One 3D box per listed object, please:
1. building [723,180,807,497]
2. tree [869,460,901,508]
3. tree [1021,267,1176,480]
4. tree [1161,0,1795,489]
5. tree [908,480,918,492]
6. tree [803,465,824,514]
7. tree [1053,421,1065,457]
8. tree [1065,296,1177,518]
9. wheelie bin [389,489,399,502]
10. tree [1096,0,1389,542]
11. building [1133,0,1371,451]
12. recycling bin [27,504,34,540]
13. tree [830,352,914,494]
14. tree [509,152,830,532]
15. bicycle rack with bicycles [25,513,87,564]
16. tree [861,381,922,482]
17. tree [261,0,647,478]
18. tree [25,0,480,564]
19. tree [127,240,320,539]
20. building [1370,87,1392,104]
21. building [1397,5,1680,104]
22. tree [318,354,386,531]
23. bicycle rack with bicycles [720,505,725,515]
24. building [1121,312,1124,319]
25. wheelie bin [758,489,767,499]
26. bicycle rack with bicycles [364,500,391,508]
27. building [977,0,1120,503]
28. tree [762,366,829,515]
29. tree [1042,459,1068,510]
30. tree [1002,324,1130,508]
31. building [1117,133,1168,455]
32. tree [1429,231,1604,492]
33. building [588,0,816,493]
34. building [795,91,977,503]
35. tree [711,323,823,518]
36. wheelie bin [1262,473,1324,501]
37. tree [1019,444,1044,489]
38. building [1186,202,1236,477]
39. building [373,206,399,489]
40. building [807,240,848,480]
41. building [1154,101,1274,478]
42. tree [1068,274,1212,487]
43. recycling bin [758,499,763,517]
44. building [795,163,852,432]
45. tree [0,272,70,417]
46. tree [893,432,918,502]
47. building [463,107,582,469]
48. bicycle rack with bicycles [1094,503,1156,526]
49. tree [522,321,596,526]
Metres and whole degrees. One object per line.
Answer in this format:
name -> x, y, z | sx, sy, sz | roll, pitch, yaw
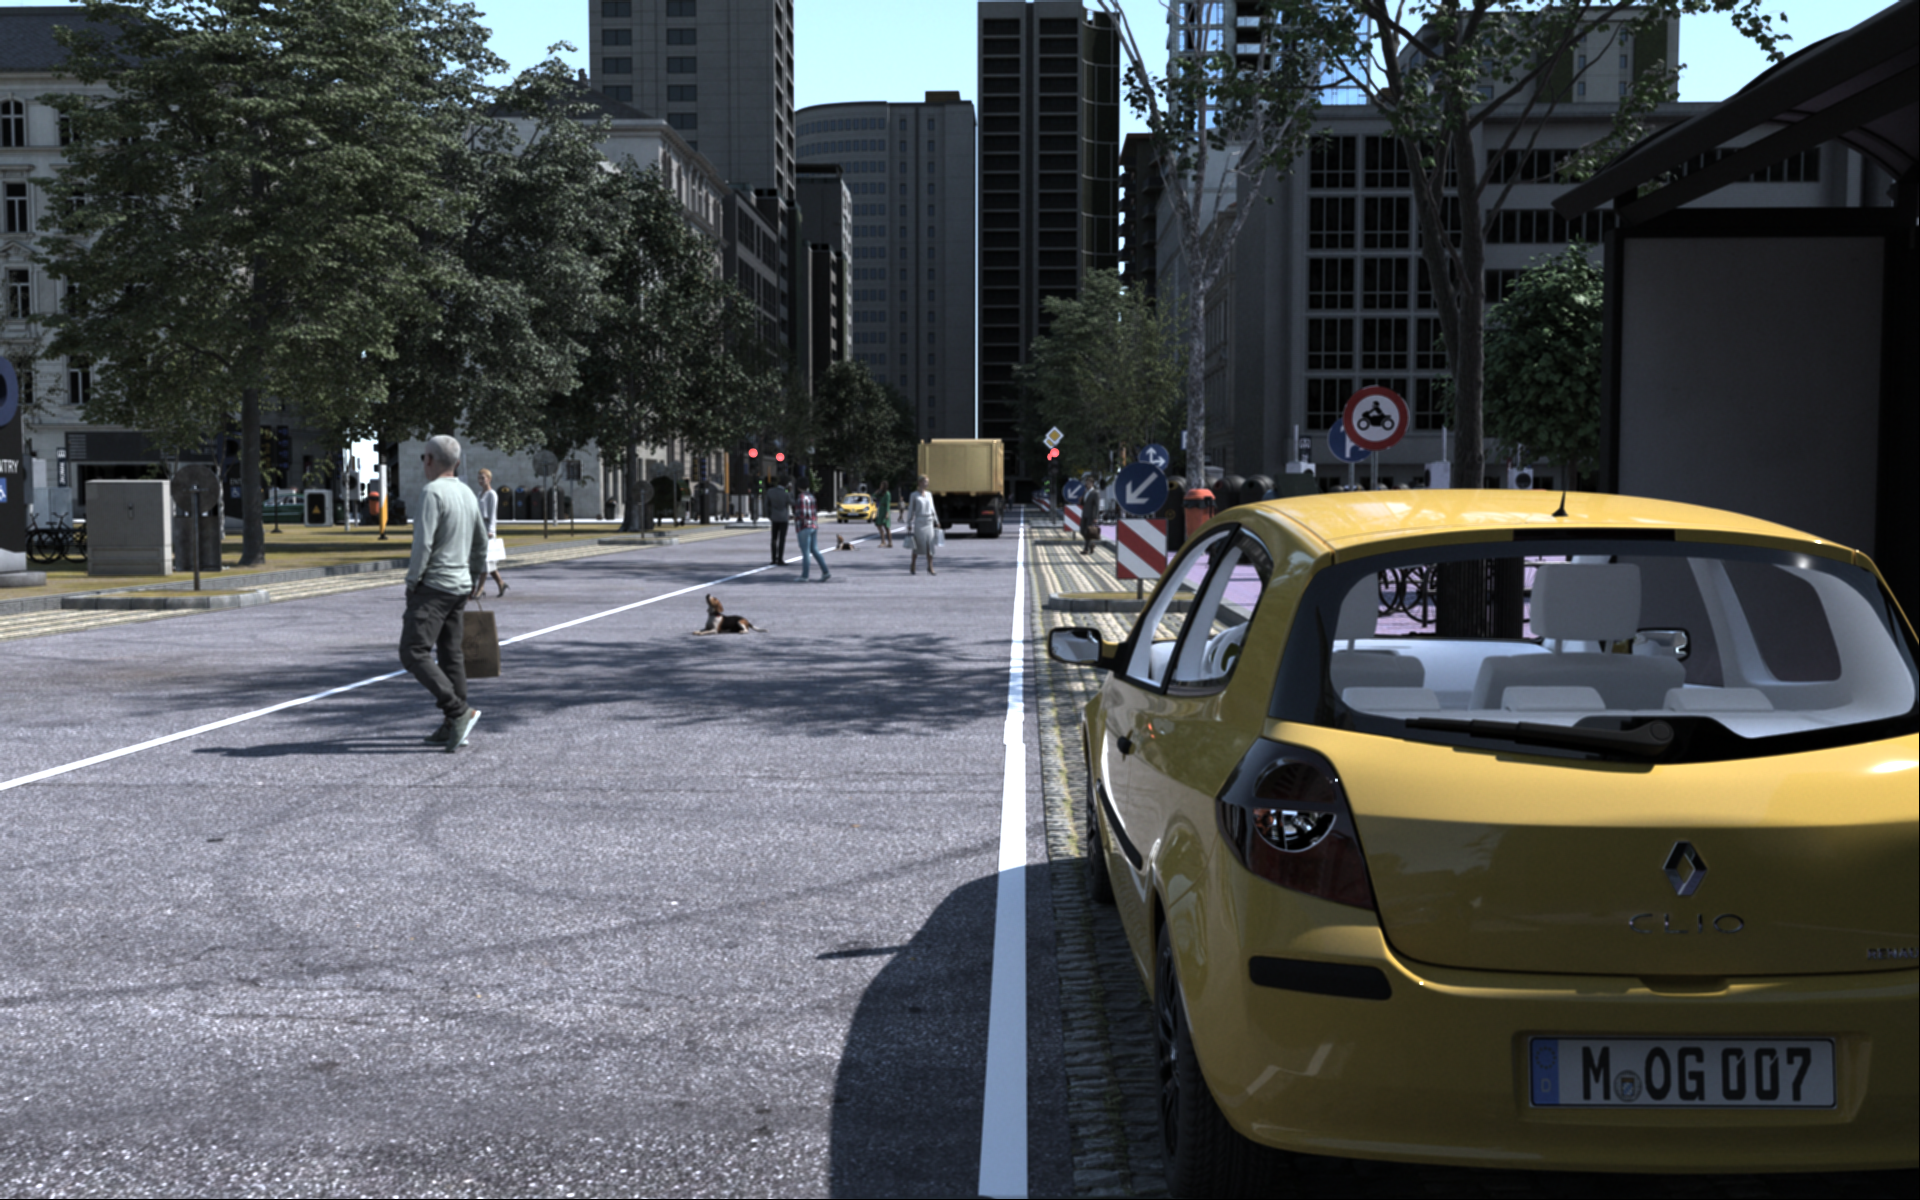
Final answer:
building -> -22.664, -23.943, 163.162 | 14.160, 30.474, 14.107 | 0, 4, 2
tree -> -7.163, -11.024, 163.957 | 4.285, 4.588, 4.351 | 0, 3, 0
tree -> 6.901, -10.301, 86.547 | 7.486, 12.596, 7.792 | 0, 3, 0
tree -> 4.260, -5.448, 14.828 | 9.928, 11.665, 9.643 | 0, 3, 0
tree -> -5.850, -14.389, 229.858 | 1.663, 3.219, 1.824 | 0, 3, 0
tree -> -9.820, -7.319, 114.271 | 1.663, 3.219, 1.824 | 0, 3, 0
tree -> 8.111, -9.728, 109.420 | 4.360, 8.622, 3.978 | 0, 3, 0
tree -> 6.170, -7.030, 65.301 | 4.360, 8.622, 3.978 | 0, 3, 0
wheelie bin -> -34.645, -6.034, 106.562 | 0.693, 1.594, 0.980 | 3, 5, 41
tree -> 6.227, -10.950, 34.929 | 12.611, 20.169, 13.585 | 0, 3, 0
building -> 29.633, -52.774, 175.526 | 22.319, 86.520, 31.000 | 0, 4, 2
recycling bin -> -26.348, -2.235, 49.097 | 0.722, 1.027, 0.722 | 1, 4, 19
tree -> -8.915, -13.664, 140.417 | 9.611, 12.733, 9.660 | 0, 3, 0
tree -> -11.114, -8.664, 58.668 | 9.611, 12.733, 9.660 | 0, 3, 0
bicycle rack with bicycles -> -16.799, -1.185, 32.761 | 2.925, 0.926, 2.852 | -1, 4, -10
tree -> -7.209, -15.685, 174.571 | 7.486, 12.596, 7.792 | 0, 3, 0
tree -> -12.507, -8.274, 41.941 | 9.857, 13.997, 8.962 | 0, 3, 0
tree -> -12.598, -6.941, 31.610 | 7.486, 12.596, 7.792 | 0, 3, 0
tree -> -20.837, -6.019, 48.768 | 4.737, 8.622, 4.395 | 0, 3, 0
building -> 52.719, -43.567, 254.311 | 28.212, 58.520, 21.231 | 0, 4, 2
building -> 68.659, -40.792, 208.947 | 28.212, 58.520, 21.231 | 0, 4, 2
tree -> -21.513, -6.707, 60.024 | 4.737, 8.622, 4.395 | 0, 3, 0
bicycle rack with bicycles -> -15.532, -5.621, 105.288 | 2.925, 0.926, 2.852 | -2, 4, -33
building -> 30.634, -29.413, 252.603 | 14.107, 30.474, 14.160 | 0, 4, 2
wheelie bin -> -12.752, -6.441, 113.221 | 0.693, 1.594, 0.980 | 2, 4, 27
bicycle rack with bicycles -> -47.006, -7.653, 138.515 | 2.852, 0.926, 2.925 | 3, 5, 42
building -> 13.041, -49.938, 254.740 | 20.611, 71.187, 20.563 | 0, 4, 2
tree -> -9.813, -9.188, 100.585 | 4.360, 8.622, 3.978 | 0, 3, 0
tree -> 9.047, -9.814, 144.166 | 4.285, 4.588, 4.351 | 0, 3, 0
tree -> 8.144, -13.244, 123.189 | 9.857, 13.997, 8.962 | 0, 3, 0
building -> 30.150, -33.785, 207.005 | 22.147, 44.769, 28.867 | 0, 4, 2
tree -> 7.747, -2.321, 21.661 | 4.285, 4.588, 4.351 | 0, 3, 0
building -> -25.683, -45.340, 179.565 | 20.563, 71.187, 20.611 | 0, 4, 2
building -> -11.735, -43.700, 256.500 | 28.212, 58.520, 21.231 | 0, 4, 2
tree -> -10.790, -9.671, 92.534 | 7.601, 10.594, 8.767 | 0, 4, -1
wheelie bin -> 4.987, -1.110, 26.060 | 0.980, 1.594, 0.693 | -1, 4, -13
tree -> 12.521, -18.943, 226.729 | 9.611, 12.733, 9.660 | 0, 3, 0
building -> 21.535, -16.985, 113.861 | 11.583, 22.565, 21.152 | 0, 4, 2
building -> -64.567, -34.724, 217.843 | 14.200, 45.320, 14.600 | 0, 4, 2
building -> -20.522, -26.071, 197.959 | 14.160, 30.474, 14.107 | 0, 4, 2
building -> 22.230, -22.115, 139.065 | 11.434, 29.767, 29.804 | 0, 4, 2
tree -> 6.027, -6.562, 57.653 | 4.737, 8.622, 4.395 | 0, 3, 0
recycling bin -> -10.678, -5.075, 95.531 | 0.722, 1.027, 0.722 | -3, 5, -39
building -> -20.781, -32.573, 216.170 | 14.086, 41.232, 14.154 | 0, 4, 2
tree -> -31.240, -6.440, 55.649 | 4.360, 8.622, 3.978 | 0, 3, 0
tree -> -6.353, -14.585, 188.828 | 4.360, 8.622, 3.978 | 0, 3, 0
building -> -61.430, -43.800, 258.121 | 28.212, 58.520, 21.231 | 0, 4, 2
bicycle rack with bicycles -> 6.581, -3.482, 70.310 | 2.925, 0.926, 2.852 | 0, 4, -2
tree -> -16.230, -7.267, 69.170 | 4.360, 8.622, 3.978 | 0, 3, 0
